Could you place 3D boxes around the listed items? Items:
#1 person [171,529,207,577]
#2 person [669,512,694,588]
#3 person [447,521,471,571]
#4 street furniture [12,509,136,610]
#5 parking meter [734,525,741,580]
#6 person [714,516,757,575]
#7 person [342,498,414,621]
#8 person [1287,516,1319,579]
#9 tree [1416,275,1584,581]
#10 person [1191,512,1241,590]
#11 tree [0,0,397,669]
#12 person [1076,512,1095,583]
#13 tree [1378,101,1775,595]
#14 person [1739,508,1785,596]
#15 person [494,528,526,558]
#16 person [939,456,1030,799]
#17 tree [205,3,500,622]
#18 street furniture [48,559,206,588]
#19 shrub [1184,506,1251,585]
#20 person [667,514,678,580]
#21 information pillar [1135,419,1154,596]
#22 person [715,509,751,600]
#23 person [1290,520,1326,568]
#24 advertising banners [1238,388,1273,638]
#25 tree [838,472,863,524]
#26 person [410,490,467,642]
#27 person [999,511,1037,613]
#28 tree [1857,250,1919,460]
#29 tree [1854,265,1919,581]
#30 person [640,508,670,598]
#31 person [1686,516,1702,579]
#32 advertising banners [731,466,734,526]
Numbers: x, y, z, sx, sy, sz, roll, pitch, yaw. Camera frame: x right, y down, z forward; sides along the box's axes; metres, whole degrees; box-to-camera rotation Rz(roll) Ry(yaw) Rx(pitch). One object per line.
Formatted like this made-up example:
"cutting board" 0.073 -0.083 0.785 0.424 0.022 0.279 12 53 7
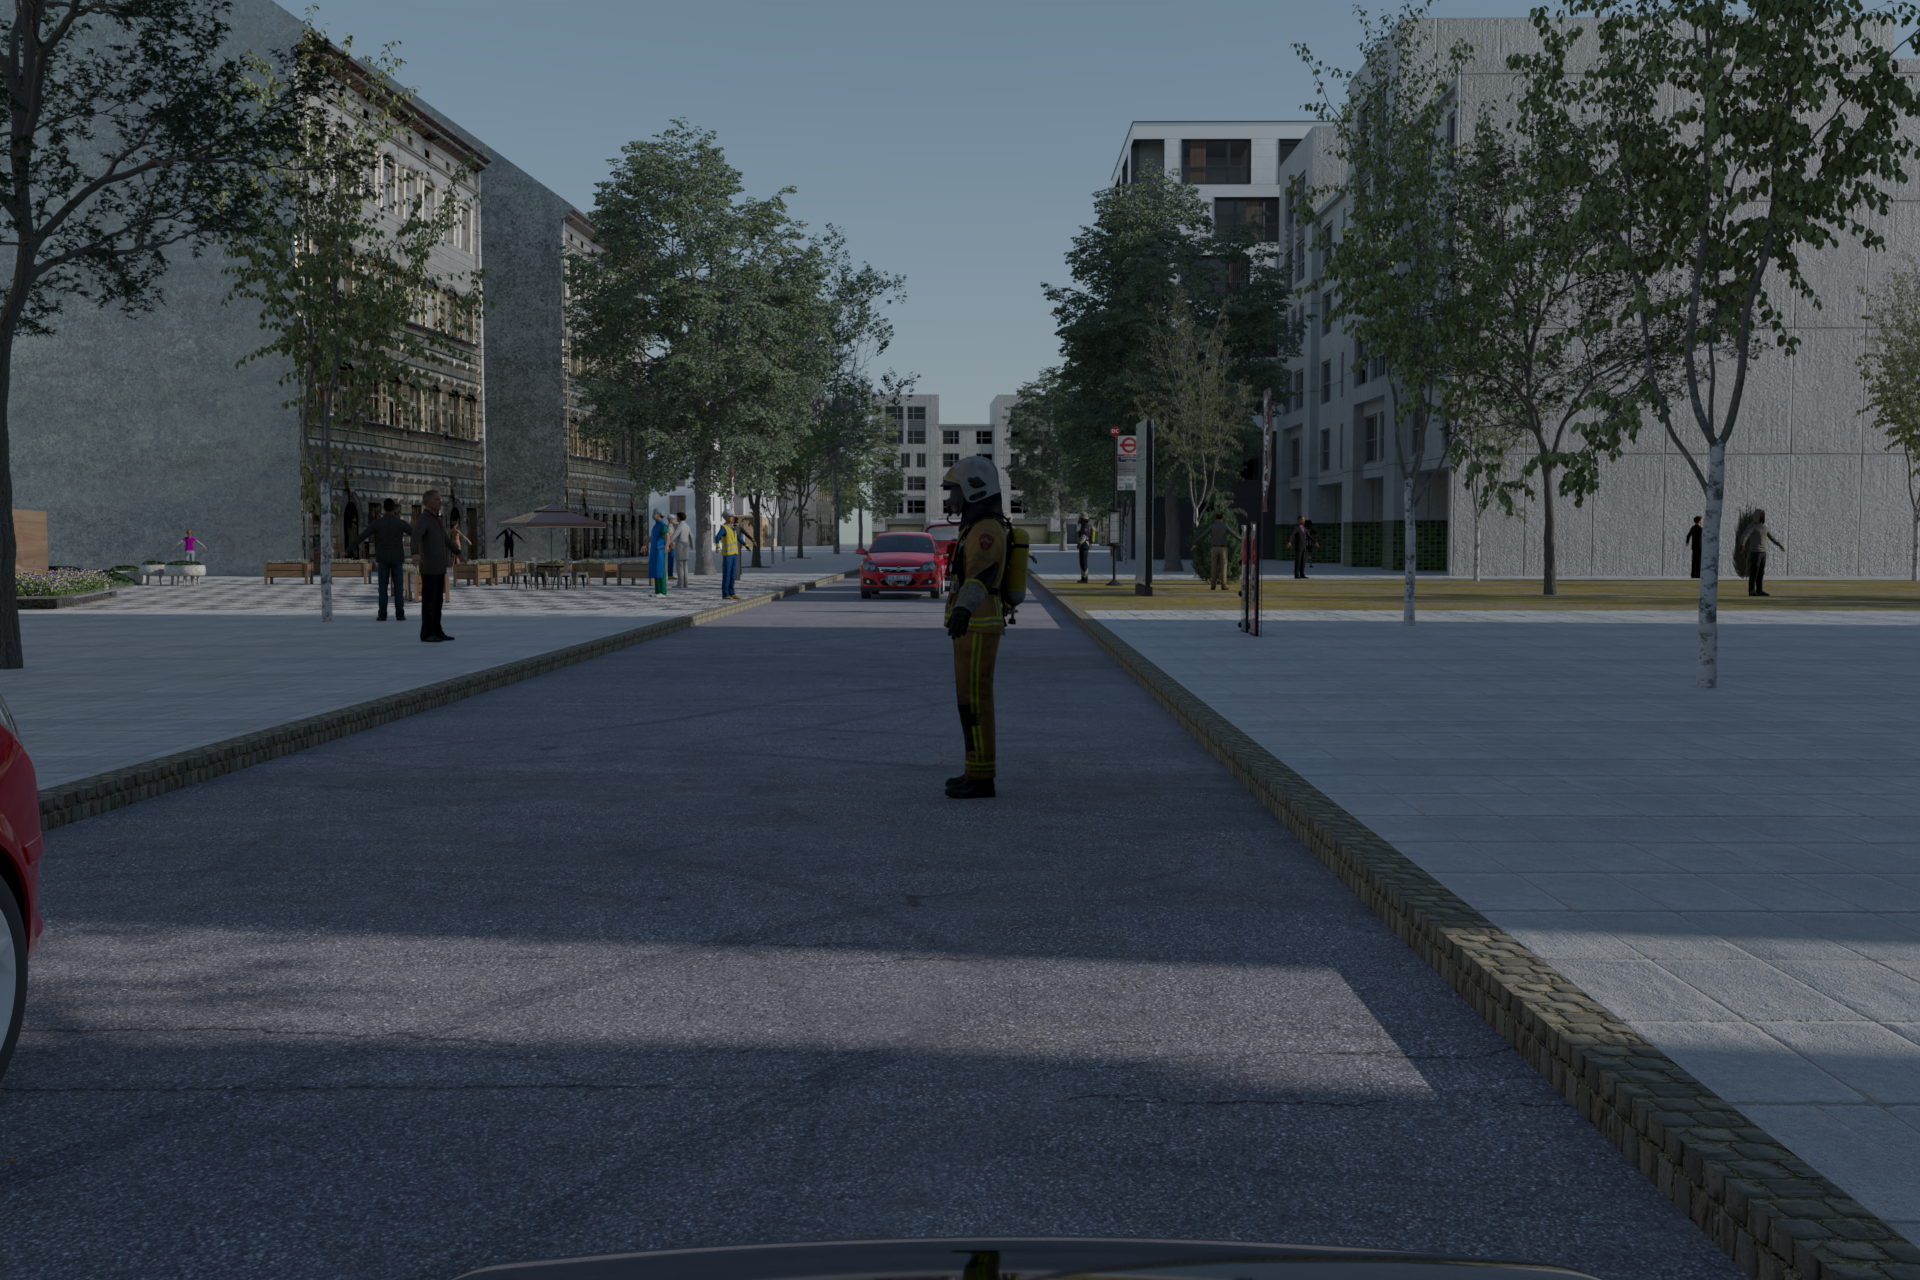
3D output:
"person" -23.005 -2.595 51.701 0.991 1.433 0.599 -2 4 -29
"person" -6.641 -2.138 41.141 0.705 1.806 1.347 1 4 21
"person" -17.360 -3.241 59.793 1.217 1.733 0.721 2 4 28
"street furniture" -18.374 -1.548 32.164 9.812 1.723 11.010 -1 4 -17
"parking meter" -6.309 -2.437 48.264 0.372 1.533 0.369 0 3 0
"person" -7.078 -2.975 54.573 1.347 1.837 0.705 -1 4 -12
"person" -8.436 -1.197 25.641 1.348 1.821 0.705 -1 4 -20
"person" 9.764 -2.651 49.572 1.346 1.802 0.704 -3 5 -39
"tree" 13.960 -5.921 47.169 4.360 8.622 3.978 0 3 0
"person" 5.953 -2.046 39.732 1.348 1.796 0.705 1 4 19
"tree" -9.191 -4.983 15.889 8.767 10.594 7.601 1 4 12
"person" 3.218 -2.426 45.449 0.705 1.856 1.354 0 4 7
"tree" 12.660 -6.250 36.600 8.767 10.594 7.601 2 4 27
"person" 16.546 -1.818 35.848 1.348 1.813 0.705 -2 4 -28
"person" -17.124 -3.615 65.818 1.216 1.740 0.721 -2 4 -30
"person" 0.058 -0.079 9.518 0.705 1.858 1.354 0 4 0
"tree" -9.087 -4.579 25.233 4.737 8.622 4.395 0 3 0
"street furniture" -23.679 -1.699 43.408 10.072 0.657 5.734 2 4 31
"shrub" 6.589 -2.427 44.104 1.690 2.028 1.600 0 3 0
"person" -8.118 -2.629 48.840 0.705 1.847 1.347 -1 4 -8
"information pillar" 3.866 -2.754 36.340 0.184 3.620 1.656 0 4 -1
"person" -4.460 -1.681 33.954 0.721 1.772 1.216 2 4 24
"person" 13.280 -3.668 66.116 1.345 1.843 0.704 1 4 18
"advertising banners" 3.718 -1.568 21.824 0.090 3.025 2.074 0 4 0
"tree" -15.987 -18.602 222.270 7.486 12.596 7.792 0 3 0
"person" -6.266 -0.886 20.667 0.705 1.807 1.348 0 4 8
"person" 0.836 -1.422 31.472 1.354 1.858 0.705 3 5 44
"tree" 23.443 -5.607 42.029 4.360 8.622 3.978 0 3 0
"tree" 26.097 -5.902 46.853 4.737 8.622 4.395 0 3 0
"person" -6.141 -1.775 35.156 0.704 1.817 1.347 -2 4 -32
"person" 21.278 -2.675 49.916 0.705 1.806 1.347 -1 4 -10
"advertising banners" -5.878 -2.929 44.075 0.090 3.025 2.074 0 4 0
